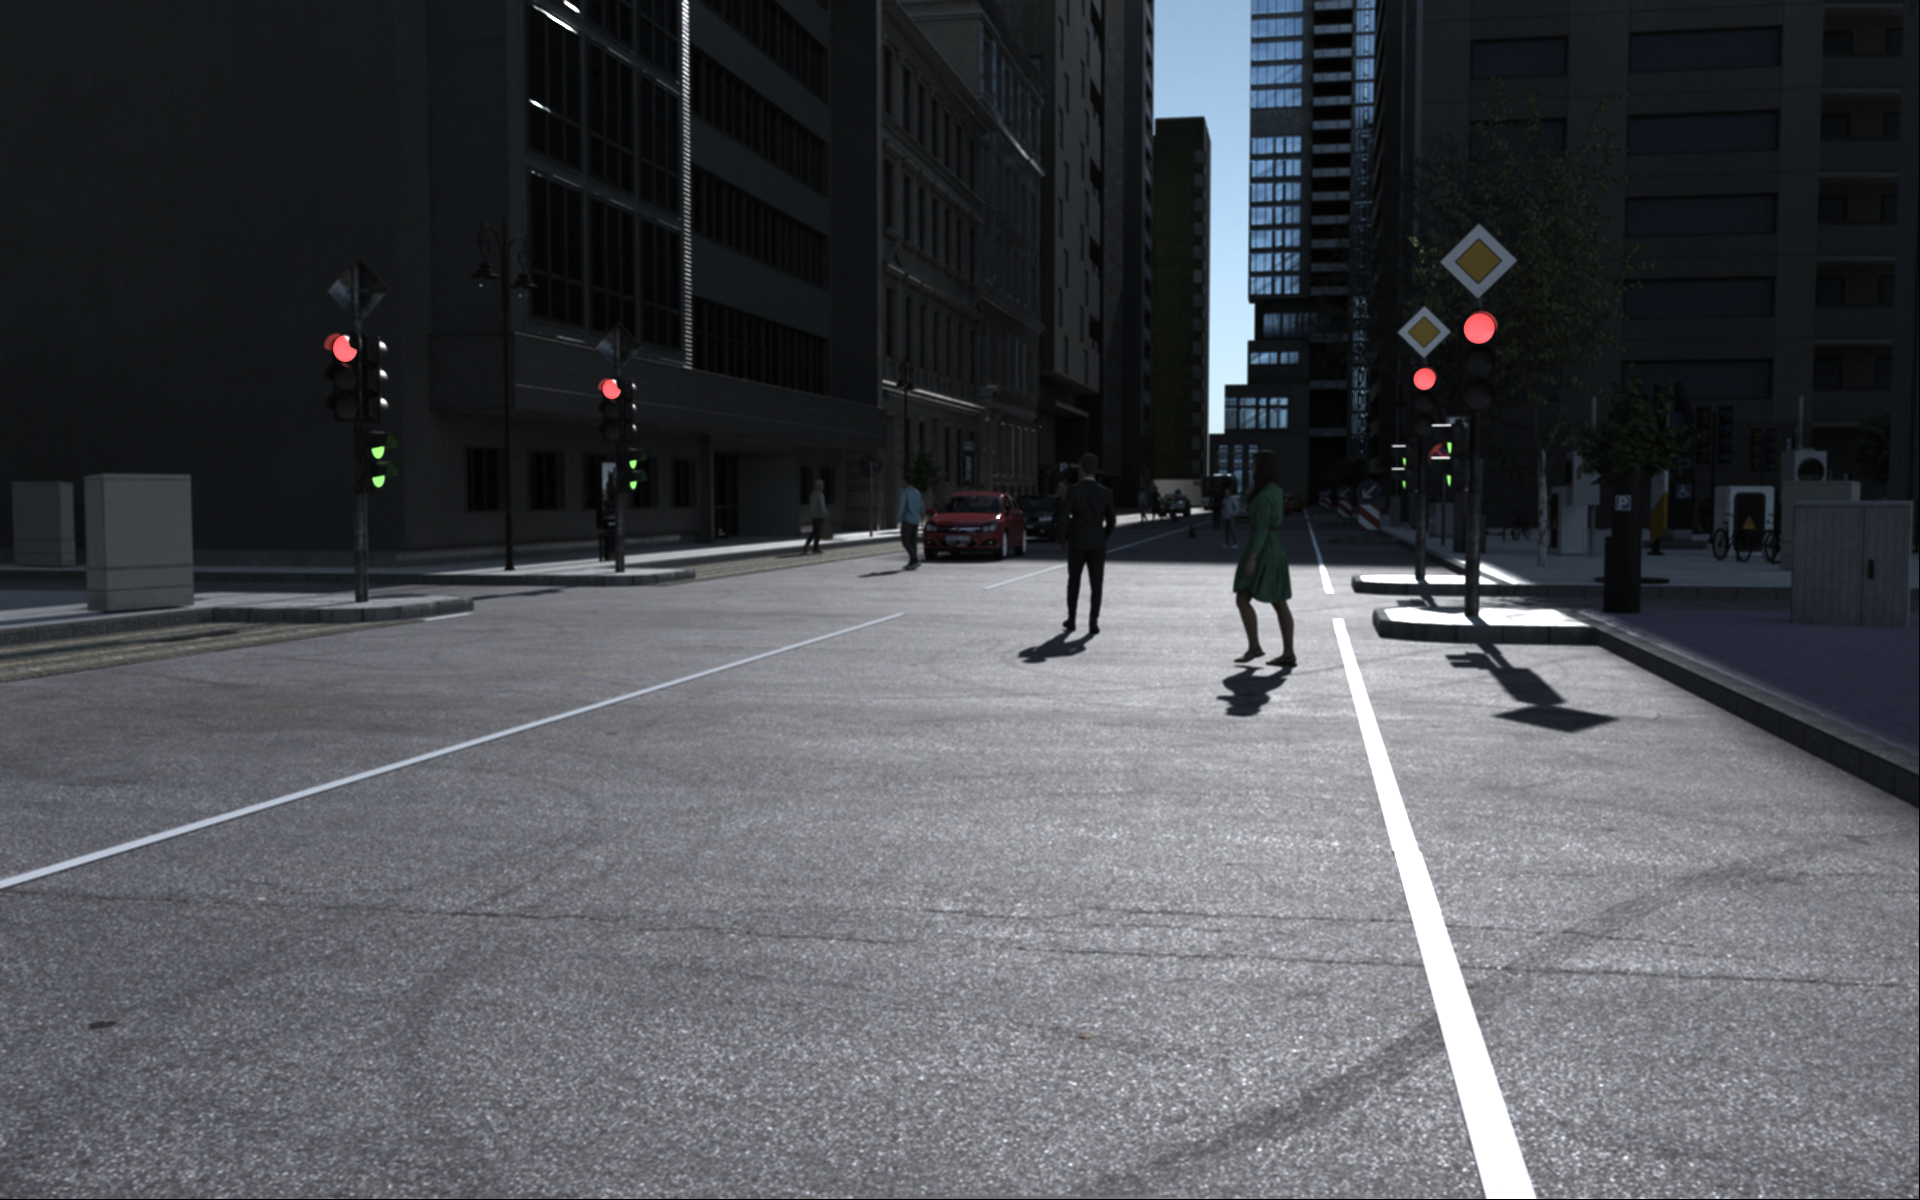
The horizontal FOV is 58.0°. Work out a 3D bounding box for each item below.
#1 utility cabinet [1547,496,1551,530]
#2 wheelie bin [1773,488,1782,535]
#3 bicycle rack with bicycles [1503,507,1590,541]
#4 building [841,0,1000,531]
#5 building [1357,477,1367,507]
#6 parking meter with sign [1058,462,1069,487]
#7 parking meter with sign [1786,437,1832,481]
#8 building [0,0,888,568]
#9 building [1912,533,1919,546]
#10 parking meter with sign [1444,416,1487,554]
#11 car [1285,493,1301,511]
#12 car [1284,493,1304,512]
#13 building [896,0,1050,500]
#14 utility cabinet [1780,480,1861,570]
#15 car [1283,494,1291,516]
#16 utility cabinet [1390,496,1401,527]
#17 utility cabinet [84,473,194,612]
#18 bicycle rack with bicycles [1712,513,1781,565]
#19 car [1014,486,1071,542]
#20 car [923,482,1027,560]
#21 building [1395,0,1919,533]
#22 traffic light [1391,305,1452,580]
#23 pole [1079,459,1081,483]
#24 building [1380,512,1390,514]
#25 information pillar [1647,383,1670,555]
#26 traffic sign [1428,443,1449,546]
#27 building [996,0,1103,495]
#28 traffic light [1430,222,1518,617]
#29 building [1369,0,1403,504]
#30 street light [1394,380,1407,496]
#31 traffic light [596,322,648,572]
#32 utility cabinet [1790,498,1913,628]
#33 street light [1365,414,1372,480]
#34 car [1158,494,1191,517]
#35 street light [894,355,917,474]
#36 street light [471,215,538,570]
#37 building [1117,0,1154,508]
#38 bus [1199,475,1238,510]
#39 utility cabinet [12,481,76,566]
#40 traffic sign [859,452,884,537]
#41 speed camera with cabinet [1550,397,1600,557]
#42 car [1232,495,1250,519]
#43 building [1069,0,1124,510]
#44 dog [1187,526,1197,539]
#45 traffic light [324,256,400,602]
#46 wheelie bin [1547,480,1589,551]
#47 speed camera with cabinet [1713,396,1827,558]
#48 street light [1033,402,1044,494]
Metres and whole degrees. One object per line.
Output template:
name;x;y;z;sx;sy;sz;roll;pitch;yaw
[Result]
utility cabinet;21.138;-3.060;61.191;1.020;1.237;0.306;1;4;20
wheelie bin;25.956;-2.849;54.492;0.693;1.594;0.980;0;4;-1
bicycle rack with bicycles;16.274;-2.114;47.940;2.852;0.926;2.925;2;4;27
building;-5.896;-14.342;70.650;11.583;22.565;21.152;1;4;11
building;53.134;-28.476;157.466;32.217;40.220;23.993;1;4;11
parking meter with sign;5.551;-5.998;94.335;0.543;3.016;1.738;1;4;10
parking meter with sign;26.141;-3.456;52.774;1.738;3.016;0.543;0;4;8
building;-12.163;-13.820;45.024;14.314;24.678;30.058;1;4;11
building;36.011;-29.951;31.692;28.212;58.520;21.231;1;4;11
parking meter with sign;11.147;-2.555;38.041;0.543;3.016;1.738;0;4;-2
car;27.329;-8.269;144.244;2.155;1.783;4.494;1;4;10
car;26.478;-7.842;138.433;2.015;1.641;3.980;1;4;10
building;-3.322;-18.657;90.947;13.634;28.700;20.117;1;4;11
utility cabinet;14.252;-1.224;28.698;0.318;1.500;1.173;-2;4;-34
car;20.754;-6.432;114.210;2.155;1.783;4.494;1;4;10
utility cabinet;16.952;-3.440;67.407;0.306;1.237;1.020;0;4;7
utility cabinet;-9.075;-0.641;19.157;0.318;1.500;1.173;1;4;23
bicycle rack with bicycles;15.615;-1.150;32.177;2.852;0.926;2.925;0;4;6
car;2.322;-2.633;52.835;2.009;1.686;4.222;1;4;12
car;0.372;-1.842;39.165;2.155;1.783;4.494;1;4;11
building;30.376;-32.668;76.123;21.231;58.520;28.212;1;4;11
traffic light;6.902;-2.264;25.936;0.839;4.253;0.868;1;4;11
pole;7.025;-6.583;101.477;0.158;3.312;0.155;0;3;0
building;43.902;-25.704;112.134;32.217;40.220;23.993;1;4;11
information pillar;14.642;-2.745;36.231;0.183;3.616;0.504;-1;4;-10
traffic sign;11.957;-2.611;42.801;0.768;2.556;0.104;1;4;15
building;-4.992;-32.343;118.051;28.713;52.752;27.495;1;4;11
traffic light;5.363;-1.785;18.101;0.839;4.253;0.868;1;4;11
building;43.662;-31.326;135.878;21.300;48.544;21.600;1;4;11
street light;17.506;-5.887;69.042;0.468;5.910;1.993;1;4;11
traffic light;-5.575;-2.412;28.362;0.839;4.253;0.868;1;4;11
utility cabinet;8.734;-0.356;16.978;1.020;1.237;0.306;2;4;33
street light;23.144;-7.672;98.230;0.468;5.910;1.993;1;4;11
car;13.838;-6.103;111.581;2.131;1.459;4.920;1;4;12
street light;-1.812;-5.200;57.806;0.468;5.910;1.993;1;4;11
street light;-7.588;-3.438;29.005;0.468;5.910;1.993;1;4;11
building;4.261;-38.278;167.849;28.212;58.520;21.231;1;4;11
bus;23.708;-9.975;157.958;2.948;3.499;13.247;1;4;12
utility cabinet;-16.175;-1.340;30.592;1.173;1.500;0.318;1;4;23
traffic sign;-2.673;-3.177;52.048;0.768;2.556;0.104;1;4;13
speed camera with cabinet;12.780;-2.547;35.987;0.660;3.252;2.038;0;4;7
car;14.719;-4.762;90.228;2.083;1.381;4.827;1;4;11
building;5.329;-29.807;137.463;14.600;45.320;14.200;1;4;11
dog;7.468;-2.201;56.173;0.550;0.427;0.748;3;4;37
traffic light;-7.114;-1.933;20.526;0.839;4.253;0.868;1;4;11
wheelie bin;13.289;-1.835;37.908;0.693;1.594;0.980;2;4;34
speed camera with cabinet;16.367;-2.485;34.970;2.038;3.252;0.660;0;4;-3
street light;3.943;-6.986;87.016;0.468;5.910;1.993;1;4;11
